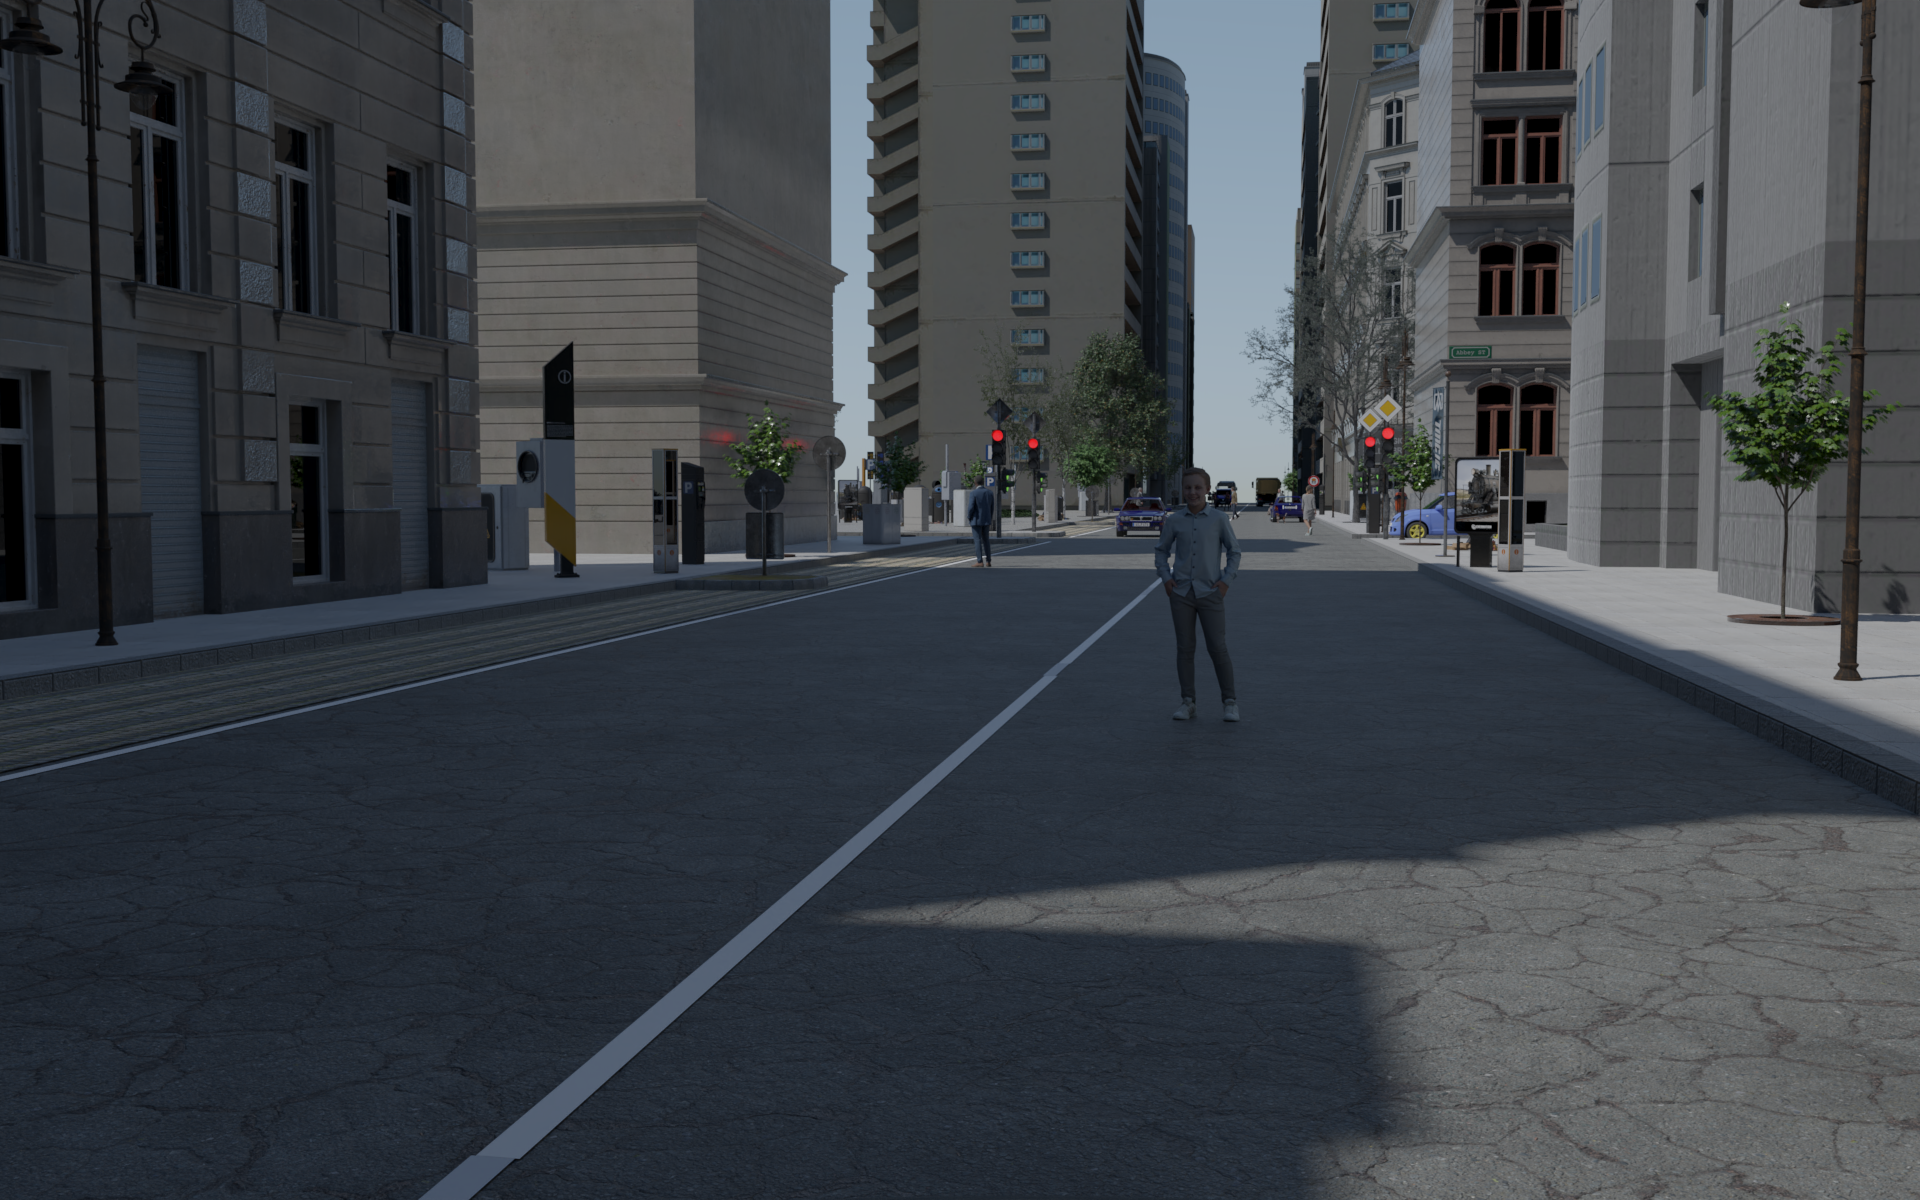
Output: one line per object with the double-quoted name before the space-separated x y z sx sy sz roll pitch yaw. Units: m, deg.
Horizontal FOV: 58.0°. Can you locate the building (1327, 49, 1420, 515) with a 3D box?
"building" 32.091 -20.206 106.781 17.030 29.872 44.131 1 4 10

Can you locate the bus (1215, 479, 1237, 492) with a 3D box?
"bus" 36.432 -14.794 236.739 2.948 3.499 13.247 1 4 9

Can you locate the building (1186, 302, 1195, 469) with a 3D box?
"building" 28.641 -30.243 266.172 14.160 30.474 14.107 1 4 10

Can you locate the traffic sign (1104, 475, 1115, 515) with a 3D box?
"traffic sign" 9.223 -6.554 107.261 0.768 2.556 0.104 1 4 16

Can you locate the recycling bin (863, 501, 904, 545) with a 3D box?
"recycling bin" -2.005 -1.944 44.346 0.722 1.027 0.722 3 5 40

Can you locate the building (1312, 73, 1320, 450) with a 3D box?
"building" 45.249 -31.231 165.253 22.147 44.769 28.867 1 4 10

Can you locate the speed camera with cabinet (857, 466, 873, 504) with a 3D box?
"speed camera with cabinet" -6.641 -7.817 122.140 0.660 3.252 2.038 -3 5 -44

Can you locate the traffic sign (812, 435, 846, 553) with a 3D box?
"traffic sign" -2.848 -2.294 37.619 0.768 2.556 0.104 1 4 14

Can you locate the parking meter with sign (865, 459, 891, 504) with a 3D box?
"parking meter with sign" -3.958 -5.469 85.685 0.543 3.016 1.738 -3 4 -38

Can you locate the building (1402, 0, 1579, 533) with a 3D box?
"building" 28.208 -16.771 61.589 23.554 28.519 14.401 1 4 10

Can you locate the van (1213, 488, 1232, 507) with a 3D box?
"van" 28.855 -11.293 189.030 2.240 2.365 5.245 1 4 12

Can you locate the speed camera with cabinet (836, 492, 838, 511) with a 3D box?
"speed camera with cabinet" -8.517 -8.511 133.486 2.038 3.252 0.660 1 4 11

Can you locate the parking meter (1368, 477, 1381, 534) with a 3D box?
"parking meter" 13.395 -3.077 56.023 0.399 1.863 0.255 1 4 14

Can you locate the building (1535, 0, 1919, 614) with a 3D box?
"building" 21.930 -29.778 28.872 21.231 58.520 28.212 1 4 10

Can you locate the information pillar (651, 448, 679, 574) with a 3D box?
"information pillar" -4.761 -1.437 27.995 0.304 2.012 0.304 3 4 39

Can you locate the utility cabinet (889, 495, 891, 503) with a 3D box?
"utility cabinet" -5.187 -6.439 116.433 1.020 1.237 0.306 -1 4 -9

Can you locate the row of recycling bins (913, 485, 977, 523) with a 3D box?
"row of recycling bins" -0.477 -4.275 77.017 3.534 1.692 1.069 1 4 11

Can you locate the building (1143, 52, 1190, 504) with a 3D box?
"building" 19.183 -42.147 231.100 21.231 58.520 28.212 1 4 10

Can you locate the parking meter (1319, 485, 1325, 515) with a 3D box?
"parking meter" 22.295 -6.173 106.633 0.255 1.863 0.399 2 4 31

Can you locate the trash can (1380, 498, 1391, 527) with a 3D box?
"trash can" 16.665 -3.471 68.407 0.748 1.137 0.748 0 3 0

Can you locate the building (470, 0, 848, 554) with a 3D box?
"building" -20.998 -13.851 45.545 34.723 24.649 14.460 1 4 10

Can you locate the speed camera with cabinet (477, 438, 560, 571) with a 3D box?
"speed camera with cabinet" -7.435 -2.122 29.036 2.038 3.252 0.660 3 5 40

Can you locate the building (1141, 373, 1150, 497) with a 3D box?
"building" 8.020 -52.440 170.068 22.319 86.520 31.000 1 4 10

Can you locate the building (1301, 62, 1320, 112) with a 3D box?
"building" 57.037 -42.453 236.112 21.231 58.520 28.212 1 4 10

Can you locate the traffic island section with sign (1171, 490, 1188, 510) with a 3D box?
"traffic island section with sign" 19.579 -9.088 157.219 1.989 1.847 2.006 1 4 10

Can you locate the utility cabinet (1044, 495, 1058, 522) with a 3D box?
"utility cabinet" 4.193 -4.198 79.798 0.306 1.237 1.020 -1 4 -19

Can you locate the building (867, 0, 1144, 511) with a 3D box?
"building" 3.954 -31.901 145.288 21.300 48.544 21.600 1 4 10

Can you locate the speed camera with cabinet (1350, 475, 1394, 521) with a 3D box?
"speed camera with cabinet" 19.904 -5.462 83.639 2.038 3.252 0.660 -1 4 -12

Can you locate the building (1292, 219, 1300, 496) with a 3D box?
"building" 56.878 -35.137 258.090 14.154 41.232 14.086 1 4 10

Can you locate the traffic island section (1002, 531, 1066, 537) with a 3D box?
"traffic island section" 2.488 -2.228 58.703 2.009 0.180 2.903 1 4 10

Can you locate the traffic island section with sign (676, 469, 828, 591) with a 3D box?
"traffic island section with sign" -3.099 -1.093 26.498 1.989 1.847 2.006 1 4 10

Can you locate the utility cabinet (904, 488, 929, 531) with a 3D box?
"utility cabinet" -1.492 -3.110 59.533 0.318 1.500 1.173 -2 4 -33

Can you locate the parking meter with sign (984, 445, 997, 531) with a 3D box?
"parking meter with sign" 1.066 -3.916 60.289 0.543 3.016 1.738 0 4 8

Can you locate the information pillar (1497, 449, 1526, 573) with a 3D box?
"information pillar" 9.040 -1.462 28.395 0.304 2.012 0.304 -1 4 -22

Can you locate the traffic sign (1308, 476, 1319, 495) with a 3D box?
"traffic sign" 24.271 -7.262 118.842 0.768 2.556 0.104 1 4 19

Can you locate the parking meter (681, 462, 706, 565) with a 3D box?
"parking meter" -4.859 -1.581 31.563 0.399 1.863 0.255 2 4 28

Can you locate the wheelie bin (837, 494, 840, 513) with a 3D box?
"wheelie bin" -7.283 -6.133 108.188 0.693 1.594 0.980 3 4 37

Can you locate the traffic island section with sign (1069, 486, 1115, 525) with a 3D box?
"traffic island section with sign" 6.113 -4.340 79.589 1.989 1.847 2.006 1 4 10

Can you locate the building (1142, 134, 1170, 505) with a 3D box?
"building" 15.828 -31.152 192.937 14.154 41.232 14.086 1 4 10

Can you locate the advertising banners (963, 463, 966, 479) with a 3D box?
"advertising banners" 0.470 -6.249 98.362 0.090 3.025 2.074 1 4 16

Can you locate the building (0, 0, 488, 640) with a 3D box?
"building" -14.377 -13.195 12.998 12.463 27.353 25.104 1 4 10

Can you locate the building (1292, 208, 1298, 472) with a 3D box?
"building" 63.917 -39.818 274.725 21.300 48.544 21.600 1 4 10

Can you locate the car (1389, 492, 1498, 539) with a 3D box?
"car" 14.967 -2.637 52.709 3.694 1.707 1.945 1 4 9

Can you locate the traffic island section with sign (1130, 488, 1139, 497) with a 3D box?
"traffic island section with sign" 10.897 -6.027 107.176 1.989 1.847 2.006 1 4 10

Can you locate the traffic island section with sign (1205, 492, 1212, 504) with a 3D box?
"traffic island section with sign" 38.284 -15.690 265.152 1.989 1.847 2.006 1 4 10

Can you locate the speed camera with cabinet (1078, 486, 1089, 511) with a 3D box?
"speed camera with cabinet" 9.447 -8.461 132.668 0.660 3.252 2.038 0 4 -3

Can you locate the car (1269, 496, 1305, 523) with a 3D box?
"car" 16.783 -4.646 88.544 1.945 1.354 3.894 1 4 8

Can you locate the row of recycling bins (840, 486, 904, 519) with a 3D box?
"row of recycling bins" -4.390 -4.982 88.572 3.534 1.692 1.069 0 4 1

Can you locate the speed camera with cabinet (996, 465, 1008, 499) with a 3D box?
"speed camera with cabinet" 1.204 -5.151 78.547 2.038 3.252 0.660 -2 4 -32

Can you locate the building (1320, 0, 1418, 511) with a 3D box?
"building" 40.237 -31.605 140.443 21.300 48.544 21.600 1 4 10

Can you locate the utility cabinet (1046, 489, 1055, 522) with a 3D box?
"utility cabinet" 4.055 -4.238 77.962 0.318 1.500 1.173 0 4 -3

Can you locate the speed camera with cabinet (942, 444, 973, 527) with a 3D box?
"speed camera with cabinet" -0.031 -4.525 68.316 0.660 3.252 2.038 -2 4 -27

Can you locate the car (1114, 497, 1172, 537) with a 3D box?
"car" 6.241 -2.837 58.972 1.945 1.354 3.894 0 4 8

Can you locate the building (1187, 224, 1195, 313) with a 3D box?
"building" 30.573 -38.508 279.723 14.600 45.320 14.200 1 4 10

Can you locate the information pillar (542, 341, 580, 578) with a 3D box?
"information pillar" -6.108 -2.147 26.466 0.504 3.616 0.183 -2 4 -34

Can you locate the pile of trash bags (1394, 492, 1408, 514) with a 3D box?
"pile of trash bags" 21.027 -4.163 77.817 1.912 1.369 3.447 -3 5 -45

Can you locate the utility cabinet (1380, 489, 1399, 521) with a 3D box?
"utility cabinet" 20.308 -4.509 82.404 0.318 1.500 1.173 -3 4 -37

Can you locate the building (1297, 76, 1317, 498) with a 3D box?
"building" 48.641 -34.732 191.565 21.300 48.544 21.600 1 4 10

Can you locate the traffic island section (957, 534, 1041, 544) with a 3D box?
"traffic island section" 1.124 -1.746 50.835 2.009 0.180 2.903 1 4 10
